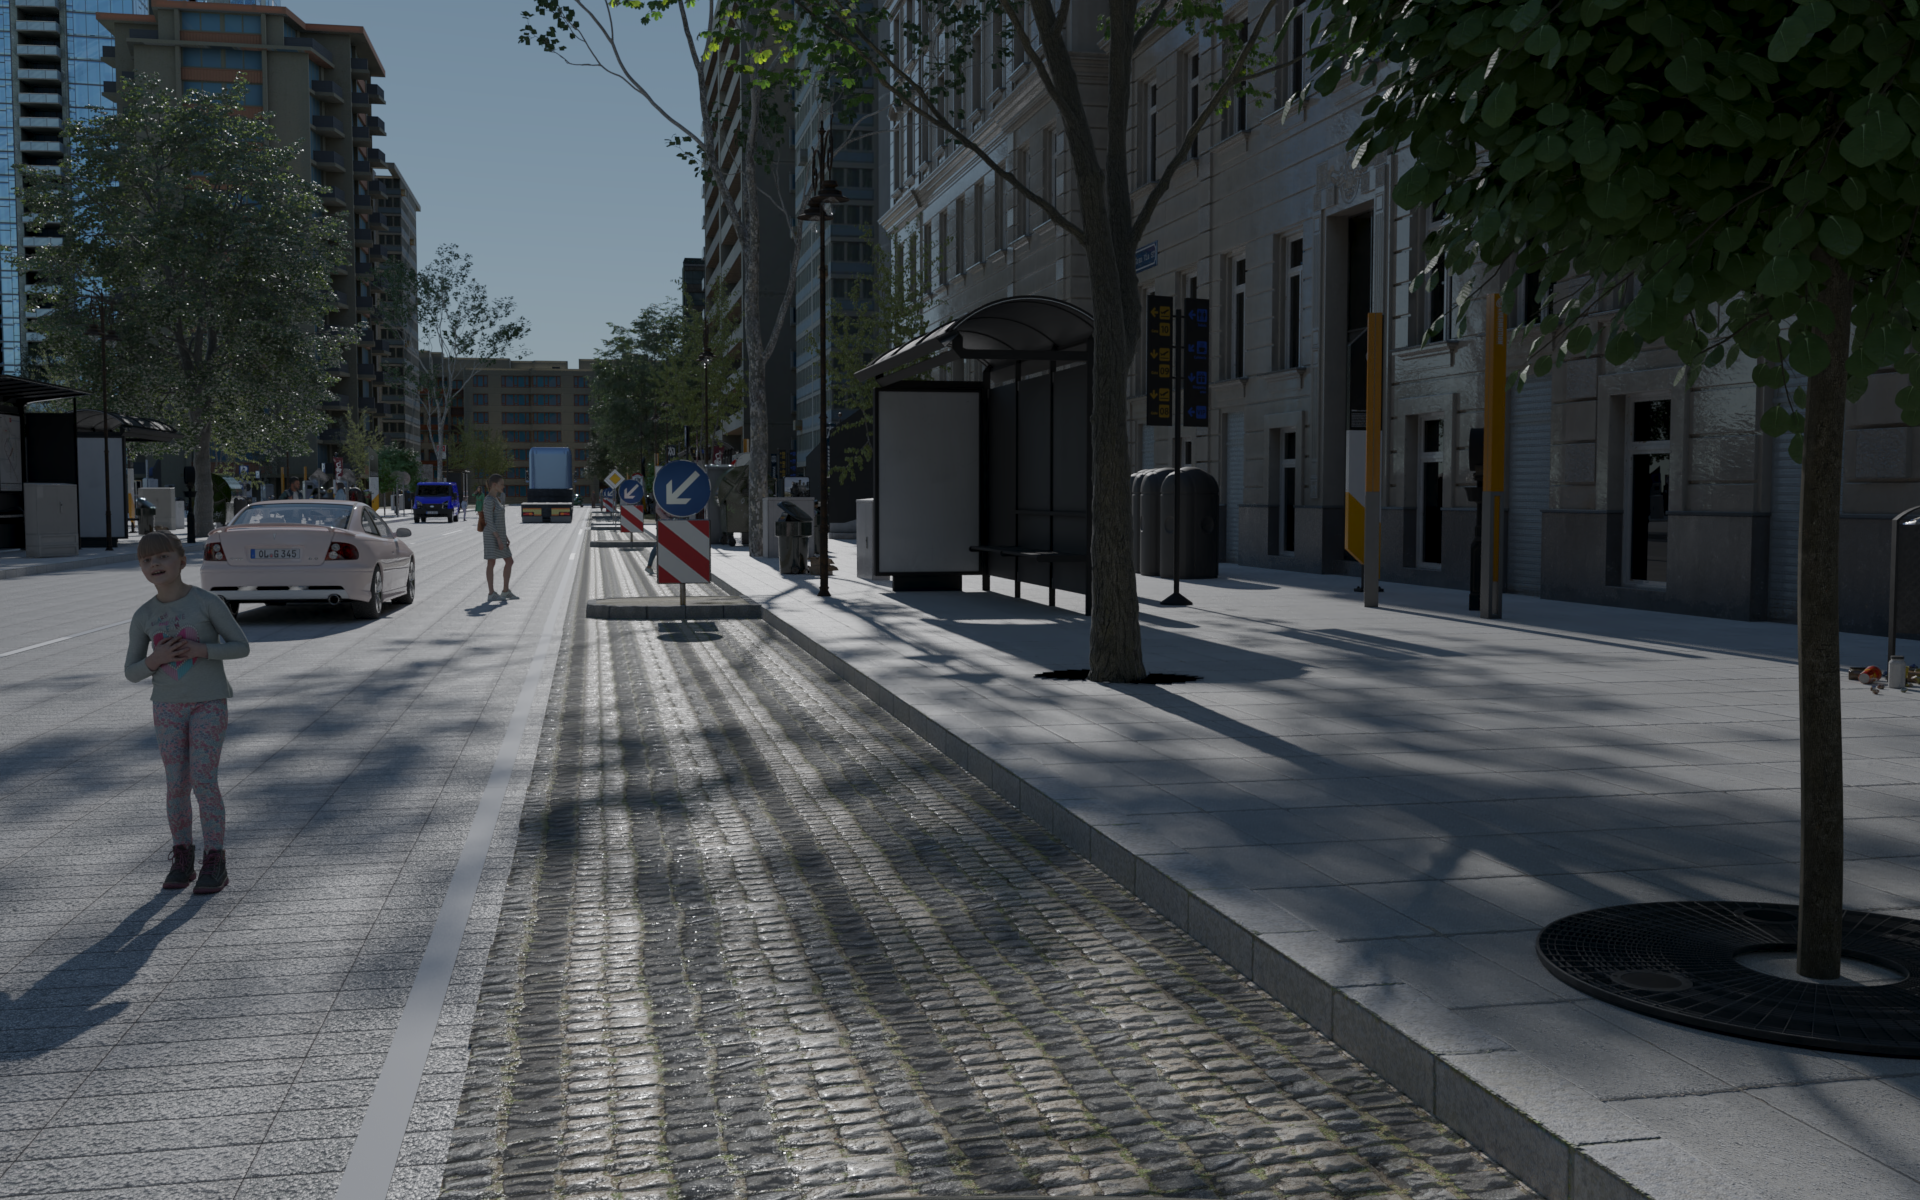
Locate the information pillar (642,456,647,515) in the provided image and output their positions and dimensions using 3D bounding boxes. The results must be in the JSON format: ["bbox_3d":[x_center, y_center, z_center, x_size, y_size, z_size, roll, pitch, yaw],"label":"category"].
[{"bbox_3d":[-19.605,-7.089,107.266,0.183,3.616,0.504,1,4,11],"label":"information pillar"}]

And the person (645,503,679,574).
[{"bbox_3d":[-5.257,-1.324,30.734,0.643,1.750,0.593,1,4,22],"label":"person"}]

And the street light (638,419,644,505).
[{"bbox_3d":[-19.253,-8.067,104.687,0.468,5.910,1.993,-1,4,-12],"label":"street light"}]

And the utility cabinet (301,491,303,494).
[{"bbox_3d":[-42.663,-6.294,111.582,1.173,1.500,0.318,2,4,28],"label":"utility cabinet"}]

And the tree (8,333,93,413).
[{"bbox_3d":[-53.083,-10.208,101.315,7.601,10.594,8.767,-1,4,-11],"label":"tree"}]

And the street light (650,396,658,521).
[{"bbox_3d":[-14.302,-6.648,81.479,0.468,5.910,1.993,-1,4,-12],"label":"street light"}]

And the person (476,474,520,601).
[{"bbox_3d":[-6.252,-0.845,23.322,0.522,1.701,0.512,0,4,-1],"label":"person"}]

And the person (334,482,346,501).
[{"bbox_3d":[-18.544,-2.639,51.904,0.793,1.790,0.793,3,5,43],"label":"person"}]

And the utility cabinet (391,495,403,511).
[{"bbox_3d":[-44.061,-7.608,135.555,0.306,1.237,1.020,2,4,30],"label":"utility cabinet"}]

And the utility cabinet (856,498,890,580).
[{"bbox_3d":[-1.322,-0.920,26.199,0.306,1.237,1.020,-1,4,-17],"label":"utility cabinet"}]

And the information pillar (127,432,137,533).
[{"bbox_3d":[-27.114,-3.993,56.638,0.183,3.616,0.504,-1,4,-14],"label":"information pillar"}]

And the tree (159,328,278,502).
[{"bbox_3d":[-32.985,-7.681,75.943,4.360,8.622,3.978,0,3,0],"label":"tree"}]

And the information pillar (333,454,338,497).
[{"bbox_3d":[-36.061,-6.651,100.098,0.183,3.616,0.504,0,4,7],"label":"information pillar"}]

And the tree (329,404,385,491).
[{"bbox_3d":[-49.300,-11.711,141.833,4.360,8.622,3.978,0,3,0],"label":"tree"}]

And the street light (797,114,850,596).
[{"bbox_3d":[-1.707,-2.985,21.595,0.468,5.910,1.993,-1,4,-12],"label":"street light"}]

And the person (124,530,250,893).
[{"bbox_3d":[-2.808,0.396,6.303,0.425,1.301,0.394,-1,4,-22],"label":"person"}]

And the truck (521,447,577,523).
[{"bbox_3d":[-22.344,-6.387,94.185,2.967,4.110,18.799,-1,4,-12],"label":"truck"}]

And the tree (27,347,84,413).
[{"bbox_3d":[-43.739,-8.139,83.436,4.360,8.622,3.978,0,3,0],"label":"tree"}]

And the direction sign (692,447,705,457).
[{"bbox_3d":[-12.759,-5.638,84.171,0.876,3.537,0.379,2,4,27],"label":"direction sign"}]

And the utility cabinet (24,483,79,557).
[{"bbox_3d":[-18.394,-1.615,35.092,0.318,1.500,1.173,1,4,10],"label":"utility cabinet"}]

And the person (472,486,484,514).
[{"bbox_3d":[-22.741,-4.484,82.055,0.600,1.795,0.529,1,4,12],"label":"person"}]

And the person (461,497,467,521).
[{"bbox_3d":[-26.276,-4.840,91.912,0.425,1.301,0.394,1,4,21],"label":"person"}]

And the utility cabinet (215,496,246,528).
[{"bbox_3d":[-26.697,-3.195,63.400,1.020,1.237,0.306,-3,4,-37],"label":"utility cabinet"}]

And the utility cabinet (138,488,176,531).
[{"bbox_3d":[-27.840,-3.141,60.027,1.173,1.500,0.318,0,4,5],"label":"utility cabinet"}]

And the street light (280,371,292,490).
[{"bbox_3d":[-24.278,-5.487,62.503,0.468,5.910,1.993,-1,4,-12],"label":"street light"}]

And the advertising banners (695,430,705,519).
[{"bbox_3d":[-7.258,-3.182,48.215,0.090,3.025,2.074,0,4,-4],"label":"advertising banners"}]

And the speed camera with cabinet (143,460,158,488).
[{"bbox_3d":[-46.144,-6.438,99.595,2.038,3.252,0.660,2,4,33],"label":"speed camera with cabinet"}]

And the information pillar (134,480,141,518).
[{"bbox_3d":[-44.400,-5.444,93.493,0.304,2.012,0.304,3,4,37],"label":"information pillar"}]

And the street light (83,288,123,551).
[{"bbox_3d":[-19.307,-4.058,39.133,0.468,5.910,1.993,-1,4,-12],"label":"street light"}]

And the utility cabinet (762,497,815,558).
[{"bbox_3d":[-3.464,-1.458,34.994,1.020,1.237,0.306,-2,4,-29],"label":"utility cabinet"}]

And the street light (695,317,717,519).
[{"bbox_3d":[-6.632,-4.438,45.342,0.468,5.910,1.993,-1,4,-12],"label":"street light"}]

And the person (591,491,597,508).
[{"bbox_3d":[-36.380,-9.974,172.123,0.434,1.755,0.990,-3,5,-40],"label":"person"}]

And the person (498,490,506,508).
[{"bbox_3d":[-37.318,-8.093,141.019,0.583,1.804,0.606,1,4,16],"label":"person"}]

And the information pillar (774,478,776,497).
[{"bbox_3d":[-8.797,-4.683,81.056,0.304,2.012,0.304,-3,4,-39],"label":"information pillar"}]

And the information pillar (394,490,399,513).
[{"bbox_3d":[-37.657,-6.803,115.726,0.304,2.012,0.304,-1,4,-8],"label":"information pillar"}]

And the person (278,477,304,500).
[{"bbox_3d":[-15.141,-1.896,39.491,0.794,1.824,0.713,-3,4,-38],"label":"person"}]

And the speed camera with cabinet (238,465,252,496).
[{"bbox_3d":[-48.134,-7.392,115.193,0.660,3.252,2.038,2,4,28],"label":"speed camera with cabinet"}]

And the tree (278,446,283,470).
[{"bbox_3d":[-39.600,-8.799,94.231,4.360,8.622,3.978,0,3,0],"label":"tree"}]

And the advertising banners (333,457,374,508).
[{"bbox_3d":[-28.942,-5.288,82.639,0.090,3.025,2.074,3,5,40],"label":"advertising banners"}]

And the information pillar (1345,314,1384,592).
[{"bbox_3d":[5.285,-1.911,22.597,0.504,3.616,0.183,-1,4,-14],"label":"information pillar"}]

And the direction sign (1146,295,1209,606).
[{"bbox_3d":[2.512,-1.713,20.000,0.876,3.537,0.379,-2,4,-31],"label":"direction sign"}]

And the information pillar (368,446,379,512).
[{"bbox_3d":[-28.730,-5.719,84.855,0.183,3.616,0.504,3,4,36],"label":"information pillar"}]

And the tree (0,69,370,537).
[{"bbox_3d":[-22.673,-8.845,51.269,9.857,13.997,8.962,0,3,0],"label":"tree"}]

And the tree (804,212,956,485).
[{"bbox_3d":[-1.917,-5.828,45.649,4.737,8.622,4.395,0,3,0],"label":"tree"}]

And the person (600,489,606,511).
[{"bbox_3d":[-27.789,-7.718,134.869,0.537,1.800,0.526,-3,5,-44],"label":"person"}]

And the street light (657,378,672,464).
[{"bbox_3d":[-11.622,-5.870,68.755,0.468,5.910,1.993,-1,4,-12],"label":"street light"}]

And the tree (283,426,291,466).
[{"bbox_3d":[-56.797,-11.680,141.338,4.360,8.622,3.978,0,3,0],"label":"tree"}]

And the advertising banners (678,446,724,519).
[{"bbox_3d":[-9.328,-4.040,62.249,2.074,3.025,0.090,-3,5,-40],"label":"advertising banners"}]

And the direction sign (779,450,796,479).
[{"bbox_3d":[-8.788,-5.894,88.357,0.876,3.537,0.379,-1,4,-18],"label":"direction sign"}]
